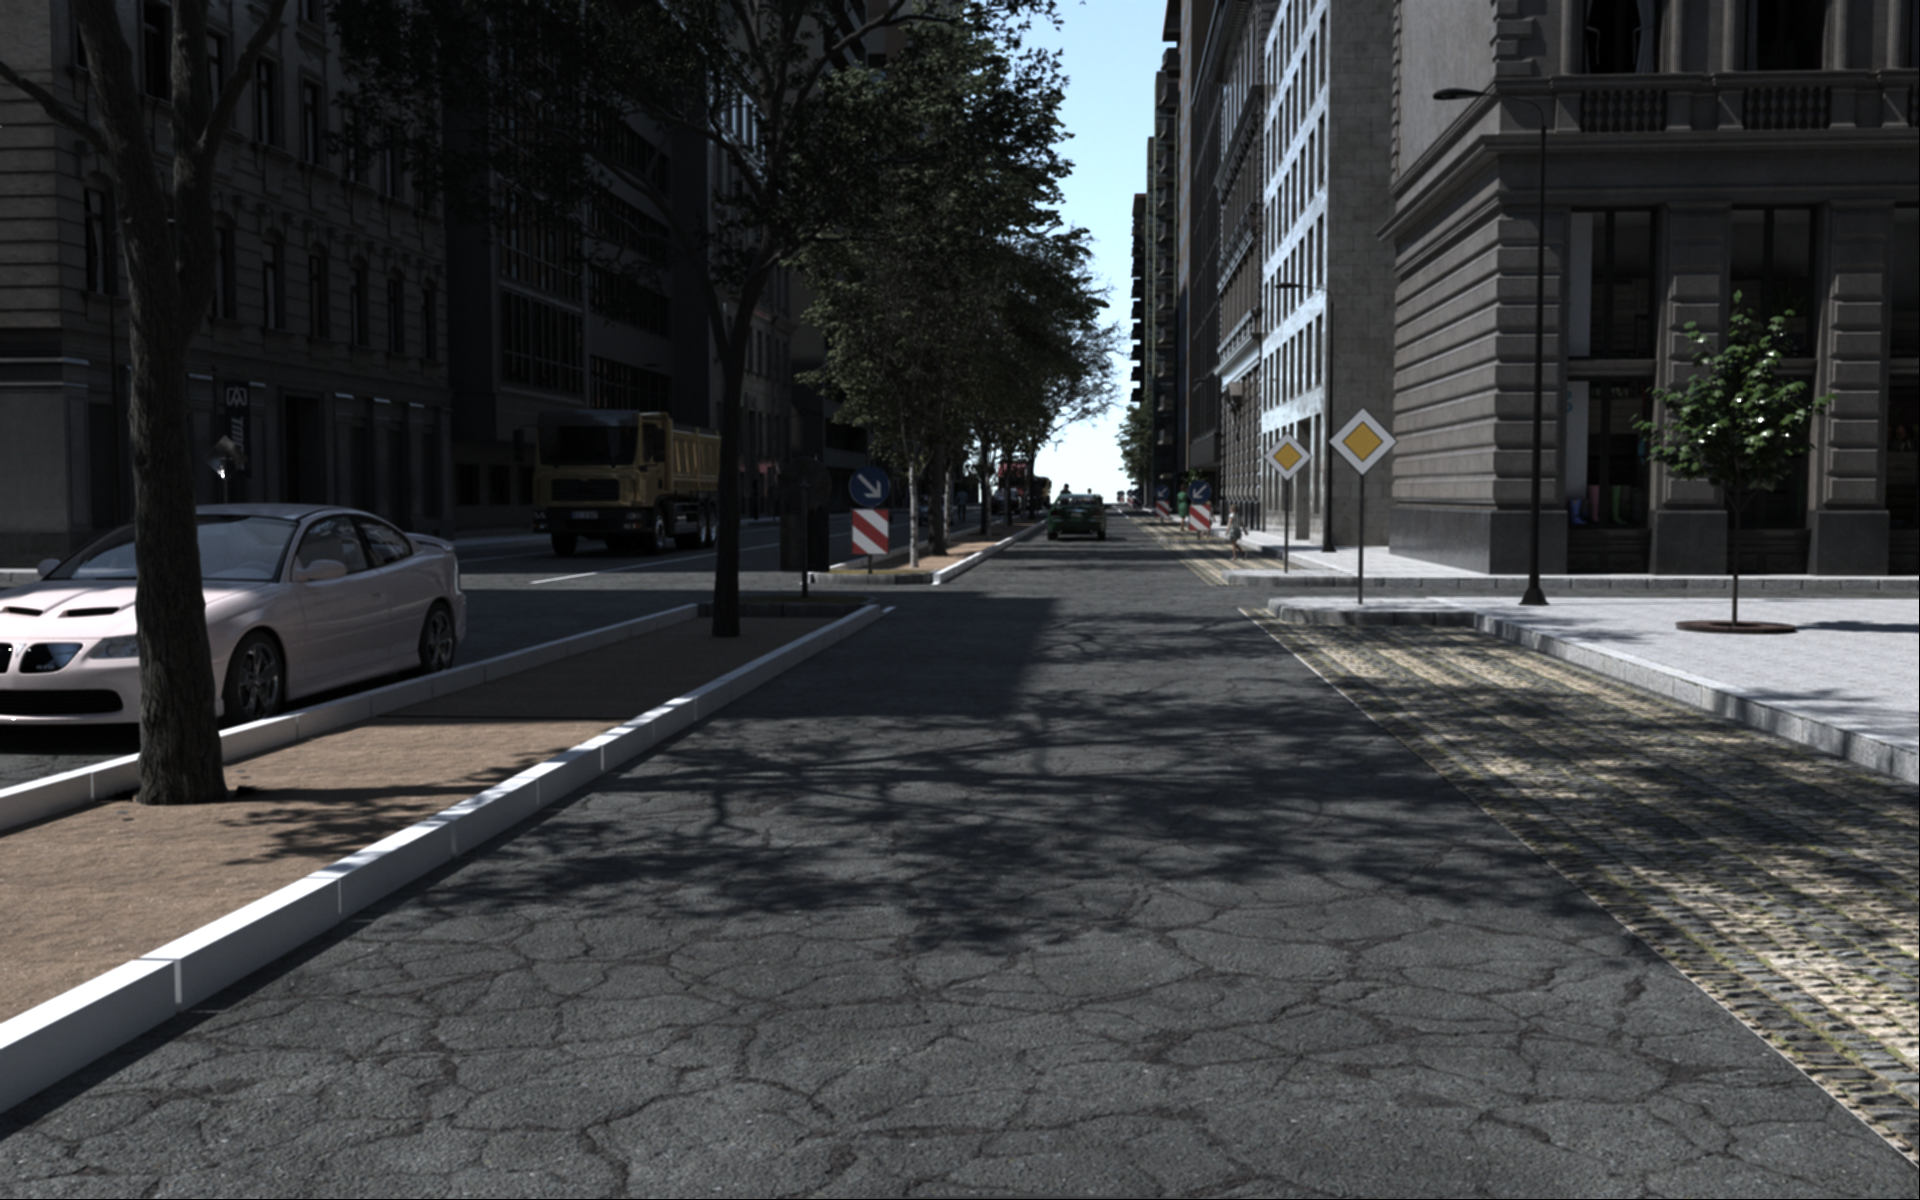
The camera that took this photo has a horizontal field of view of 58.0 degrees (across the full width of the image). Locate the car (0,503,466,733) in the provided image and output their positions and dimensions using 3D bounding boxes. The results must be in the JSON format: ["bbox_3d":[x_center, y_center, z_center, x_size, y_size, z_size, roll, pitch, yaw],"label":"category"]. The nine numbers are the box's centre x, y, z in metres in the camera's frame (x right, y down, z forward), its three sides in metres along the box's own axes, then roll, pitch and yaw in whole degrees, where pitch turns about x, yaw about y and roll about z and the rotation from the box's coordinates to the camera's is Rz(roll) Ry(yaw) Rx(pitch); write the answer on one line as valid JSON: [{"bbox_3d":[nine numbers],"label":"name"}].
[{"bbox_3d":[-4.950,0.033,11.820,2.083,1.381,4.827,0,4,5],"label":"car"}]

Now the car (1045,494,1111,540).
[{"bbox_3d":[3.740,-2.654,55.189,2.131,1.459,4.920,0,4,5],"label":"car"}]

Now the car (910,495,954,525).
[{"bbox_3d":[-1.236,-4.109,79.184,2.014,1.417,4.499,0,4,4],"label":"car"}]

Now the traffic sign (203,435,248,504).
[{"bbox_3d":[-12.495,-1.581,29.490,0.795,2.450,0.064,0,4,5],"label":"traffic sign"}]

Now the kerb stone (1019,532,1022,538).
[{"bbox_3d":[1.788,-1.999,54.877,0.120,0.150,1.000,0,4,5],"label":"kerb stone"}]

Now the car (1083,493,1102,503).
[{"bbox_3d":[7.242,-5.571,100.873,2.009,1.686,4.222,0,4,6],"label":"car"}]

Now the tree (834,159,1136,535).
[{"bbox_3d":[0.849,-9.001,60.000,12.009,13.543,11.850,0,3,0],"label":"tree"}]

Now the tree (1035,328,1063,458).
[{"bbox_3d":[1.812,-7.133,69.451,4.737,8.622,4.395,0,3,0],"label":"tree"}]

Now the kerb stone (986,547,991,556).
[{"bbox_3d":[0.561,-1.060,39.530,0.120,0.150,1.000,0,4,5],"label":"kerb stone"}]

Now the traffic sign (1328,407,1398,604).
[{"bbox_3d":[4.656,-1.006,20.094,0.795,2.450,0.064,0,4,5],"label":"traffic sign"}]

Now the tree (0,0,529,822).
[{"bbox_3d":[-3.739,-4.873,7.894,9.928,11.665,9.643,0,3,0],"label":"tree"}]

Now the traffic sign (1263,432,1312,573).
[{"bbox_3d":[5.292,-1.493,28.054,0.795,2.450,0.064,0,4,5],"label":"traffic sign"}]

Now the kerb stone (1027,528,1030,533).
[{"bbox_3d":[2.284,-2.374,61.004,0.120,0.150,1.000,0,4,5],"label":"kerb stone"}]

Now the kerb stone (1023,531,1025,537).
[{"bbox_3d":[1.956,-2.124,56.926,0.120,0.150,1.000,0,4,5],"label":"kerb stone"}]

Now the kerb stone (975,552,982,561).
[{"bbox_3d":[0.325,-0.873,36.473,0.120,0.150,1.000,0,4,5],"label":"kerb stone"}]

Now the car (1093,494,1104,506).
[{"bbox_3d":[16.627,-12.304,212.960,2.131,1.459,4.920,0,4,6],"label":"car"}]

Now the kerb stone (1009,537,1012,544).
[{"bbox_3d":[1.302,-1.623,48.739,0.120,0.150,1.000,0,4,5],"label":"kerb stone"}]

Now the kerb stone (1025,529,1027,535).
[{"bbox_3d":[2.125,-2.249,58.963,0.120,0.150,1.000,0,4,5],"label":"kerb stone"}]

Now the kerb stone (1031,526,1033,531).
[{"bbox_3d":[2.527,-2.562,64.079,0.120,0.150,1.000,0,4,5],"label":"kerb stone"}]

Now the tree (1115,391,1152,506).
[{"bbox_3d":[20.656,-16.613,189.742,7.486,12.596,7.792,0,3,0],"label":"tree"}]

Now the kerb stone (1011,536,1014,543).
[{"bbox_3d":[1.384,-1.685,49.765,0.120,0.150,1.000,0,4,5],"label":"kerb stone"}]

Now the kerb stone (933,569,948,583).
[{"bbox_3d":[-0.335,-0.372,28.281,0.120,0.150,1.000,0,4,5],"label":"kerb stone"}]

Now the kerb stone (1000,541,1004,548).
[{"bbox_3d":[0.975,-1.373,44.650,0.120,0.150,1.000,0,4,5],"label":"kerb stone"}]

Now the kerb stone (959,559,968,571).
[{"bbox_3d":[-0.002,-0.622,32.368,0.120,0.150,1.000,0,4,5],"label":"kerb stone"}]

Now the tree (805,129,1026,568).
[{"bbox_3d":[-0.888,-4.910,33.098,4.360,8.622,3.978,0,3,0],"label":"tree"}]

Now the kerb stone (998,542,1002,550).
[{"bbox_3d":[0.899,-1.310,43.618,0.120,0.150,1.000,0,4,5],"label":"kerb stone"}]

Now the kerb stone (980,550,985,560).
[{"bbox_3d":[0.400,-0.935,37.492,0.120,0.150,1.000,0,4,5],"label":"kerb stone"}]

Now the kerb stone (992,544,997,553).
[{"bbox_3d":[0.727,-1.185,41.576,0.120,0.150,1.000,0,4,5],"label":"kerb stone"}]

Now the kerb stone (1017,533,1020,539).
[{"bbox_3d":[1.706,-1.934,53.852,0.120,0.150,1.000,0,4,5],"label":"kerb stone"}]

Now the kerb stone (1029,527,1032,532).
[{"bbox_3d":[2.449,-2.495,63.058,0.120,0.150,1.000,0,4,5],"label":"kerb stone"}]

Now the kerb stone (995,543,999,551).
[{"bbox_3d":[0.820,-1.244,42.599,0.120,0.150,1.000,0,4,5],"label":"kerb stone"}]

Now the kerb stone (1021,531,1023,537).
[{"bbox_3d":[1.873,-2.060,55.895,0.120,0.150,1.000,0,4,5],"label":"kerb stone"}]

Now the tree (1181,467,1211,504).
[{"bbox_3d":[14.093,-6.743,104.852,1.663,3.219,1.824,0,3,0],"label":"tree"}]

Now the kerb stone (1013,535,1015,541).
[{"bbox_3d":[1.465,-1.740,50.785,0.120,0.150,1.000,0,4,5],"label":"kerb stone"}]

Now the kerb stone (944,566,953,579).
[{"bbox_3d":[-0.256,-0.432,29.303,0.120,0.150,1.000,0,4,5],"label":"kerb stone"}]

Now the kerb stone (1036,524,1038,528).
[{"bbox_3d":[2.931,-2.874,69.190,0.120,0.150,1.000,0,4,5],"label":"kerb stone"}]

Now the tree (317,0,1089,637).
[{"bbox_3d":[-2.398,-4.882,16.695,8.767,10.594,7.601,0,4,5],"label":"tree"}]

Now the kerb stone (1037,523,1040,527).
[{"bbox_3d":[3.102,-2.995,71.228,0.120,0.150,1.000,0,4,5],"label":"kerb stone"}]

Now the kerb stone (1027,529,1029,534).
[{"bbox_3d":[2.206,-2.311,59.982,0.120,0.150,1.000,0,4,5],"label":"kerb stone"}]

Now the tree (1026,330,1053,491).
[{"bbox_3d":[0.864,-6.057,51.853,4.360,8.622,3.978,0,3,0],"label":"tree"}]

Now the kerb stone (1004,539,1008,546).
[{"bbox_3d":[1.136,-1.498,46.695,0.120,0.150,1.000,0,4,5],"label":"kerb stone"}]

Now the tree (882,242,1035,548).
[{"bbox_3d":[-0.368,-5.716,46.274,4.737,8.622,4.395,0,3,0],"label":"tree"}]

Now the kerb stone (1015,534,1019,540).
[{"bbox_3d":[1.630,-1.874,52.830,0.120,0.150,1.000,0,4,5],"label":"kerb stone"}]

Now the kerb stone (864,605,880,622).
[{"bbox_3d":[-1.030,0.160,19.582,0.120,0.150,1.000,0,4,5],"label":"kerb stone"}]

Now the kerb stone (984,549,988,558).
[{"bbox_3d":[0.477,-0.995,38.512,0.120,0.150,1.000,0,4,5],"label":"kerb stone"}]

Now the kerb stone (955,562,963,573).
[{"bbox_3d":[-0.084,-0.556,31.350,0.120,0.150,1.000,0,4,5],"label":"kerb stone"}]

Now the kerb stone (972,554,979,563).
[{"bbox_3d":[0.234,-0.806,35.444,0.120,0.150,1.000,0,4,5],"label":"kerb stone"}]

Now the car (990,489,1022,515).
[{"bbox_3d":[3.219,-6.907,121.605,2.281,1.827,5.304,0,4,5],"label":"car"}]

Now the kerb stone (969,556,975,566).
[{"bbox_3d":[0.157,-0.739,34.417,0.120,0.150,1.000,0,4,5],"label":"kerb stone"}]

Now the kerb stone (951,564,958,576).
[{"bbox_3d":[-0.171,-0.497,30.328,0.120,0.150,1.000,0,4,5],"label":"kerb stone"}]

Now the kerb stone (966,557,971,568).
[{"bbox_3d":[0.075,-0.685,33.387,0.120,0.150,1.000,0,4,5],"label":"kerb stone"}]

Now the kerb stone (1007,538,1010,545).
[{"bbox_3d":[1.218,-1.561,47.721,0.120,0.150,1.000,0,4,5],"label":"kerb stone"}]

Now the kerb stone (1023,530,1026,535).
[{"bbox_3d":[2.036,-2.183,57.945,0.120,0.150,1.000,0,4,5],"label":"kerb stone"}]

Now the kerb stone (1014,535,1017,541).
[{"bbox_3d":[1.541,-1.804,51.804,0.120,0.150,1.000,0,4,5],"label":"kerb stone"}]

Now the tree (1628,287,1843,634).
[{"bbox_3d":[7.357,-1.333,16.391,1.663,3.219,1.824,0,3,0],"label":"tree"}]

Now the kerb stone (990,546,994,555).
[{"bbox_3d":[0.650,-1.119,40.557,0.120,0.150,1.000,0,4,5],"label":"kerb stone"}]

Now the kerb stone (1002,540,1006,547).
[{"bbox_3d":[1.055,-1.436,45.671,0.120,0.150,1.000,0,4,5],"label":"kerb stone"}]

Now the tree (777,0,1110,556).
[{"bbox_3d":[-0.484,-7.269,39.438,7.486,12.596,7.792,0,3,0],"label":"tree"}]
